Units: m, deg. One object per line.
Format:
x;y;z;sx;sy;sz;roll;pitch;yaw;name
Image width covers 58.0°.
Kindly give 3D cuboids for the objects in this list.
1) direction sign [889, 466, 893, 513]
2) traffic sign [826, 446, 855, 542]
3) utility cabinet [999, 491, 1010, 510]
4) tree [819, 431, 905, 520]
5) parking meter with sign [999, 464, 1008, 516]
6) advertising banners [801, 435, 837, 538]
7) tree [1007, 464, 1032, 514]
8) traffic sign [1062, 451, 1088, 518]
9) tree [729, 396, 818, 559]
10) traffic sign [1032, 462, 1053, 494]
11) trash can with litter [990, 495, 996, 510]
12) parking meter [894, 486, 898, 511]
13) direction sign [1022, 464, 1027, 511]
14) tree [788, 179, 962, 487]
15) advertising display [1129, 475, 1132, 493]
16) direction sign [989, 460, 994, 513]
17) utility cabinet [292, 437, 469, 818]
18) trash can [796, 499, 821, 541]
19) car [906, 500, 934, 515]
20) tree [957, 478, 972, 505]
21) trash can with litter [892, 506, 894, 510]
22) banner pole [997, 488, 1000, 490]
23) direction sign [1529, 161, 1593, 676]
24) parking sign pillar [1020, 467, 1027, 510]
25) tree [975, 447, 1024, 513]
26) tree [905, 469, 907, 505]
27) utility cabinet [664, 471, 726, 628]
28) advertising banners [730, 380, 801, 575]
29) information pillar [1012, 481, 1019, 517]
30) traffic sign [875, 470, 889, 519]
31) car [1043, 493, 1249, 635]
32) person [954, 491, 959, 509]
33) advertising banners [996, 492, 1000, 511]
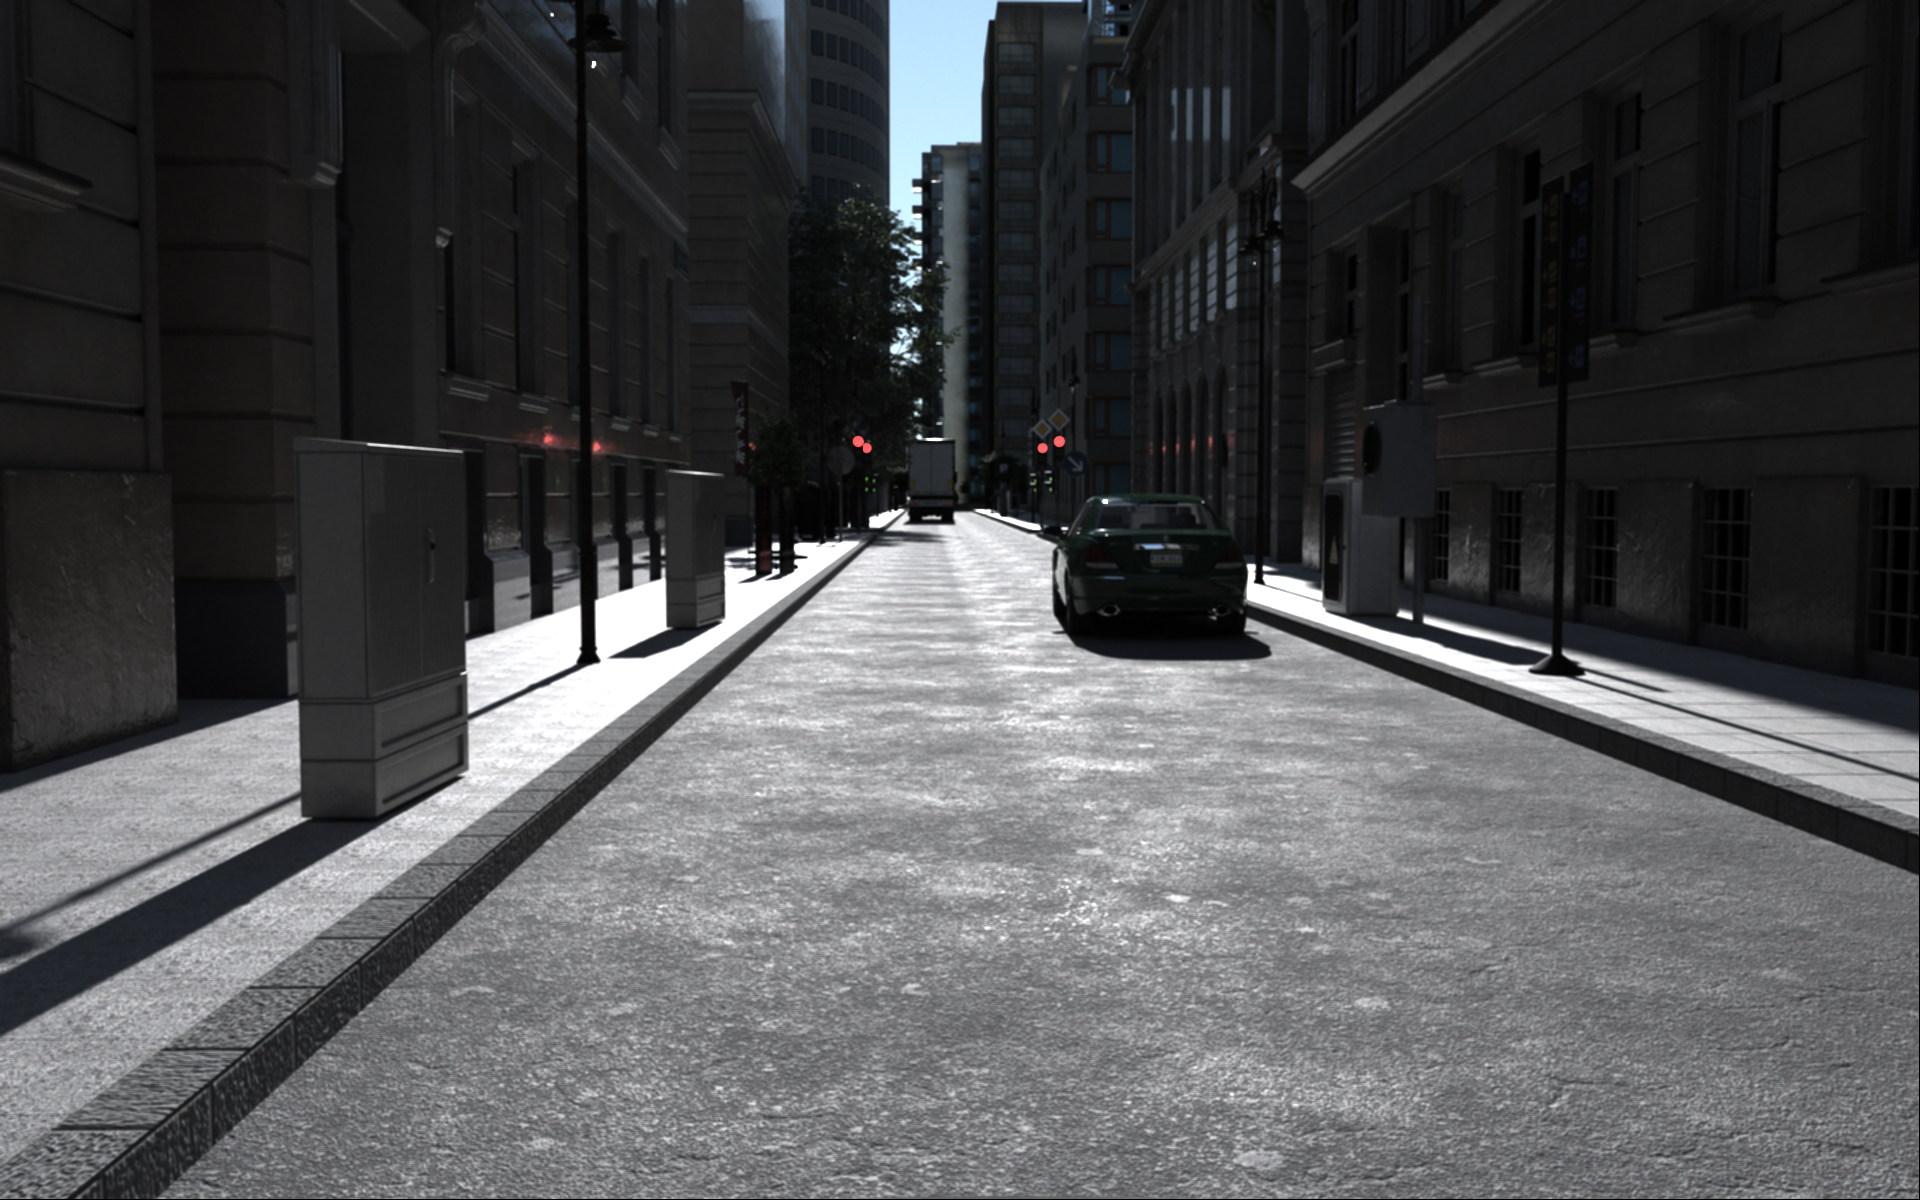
-4.640;-7.611;116.444;0.379;3.537;0.876;0;4;-3;direction sign
-3.174;-2.809;46.038;0.768;2.556;0.104;0;3;0;traffic sign
3.495;-7.995;139.393;0.318;1.500;1.173;3;5;42;utility cabinet
-5.325;-6.170;84.596;4.285;4.588;4.351;0;3;0;tree
2.513;-6.332;99.787;0.543;3.016;1.738;0;4;2;parking meter with sign
-4.204;-3.345;50.882;0.090;3.025;2.074;-3;4;-36;advertising banners
3.745;-7.185;112.073;1.663;3.219;1.824;0;3;0;tree
3.411;-3.127;51.236;0.768;2.556;0.104;0;4;5;traffic sign
-3.518;-2.440;34.499;1.663;3.219;1.824;0;3;0;tree
3.135;-4.014;65.727;0.768;2.556;0.104;0;4;7;traffic sign
2.878;-7.734;137.844;0.624;1.170;1.055;3;5;39;trash can with litter
-4.779;-7.561;129.328;0.255;1.863;0.399;1;4;16;parking meter
5.087;-8.490;130.806;0.876;3.537;0.379;0;4;4;direction sign
-5.029;-10.052;70.999;9.857;13.997;8.962;0;3;0;tree
6.074;-3.182;57.236;0.974;1.923;0.123;1;4;14;advertising display
2.133;-7.624;116.642;0.379;3.537;0.876;1;4;22;direction sign
-2.396;0.085;7.289;0.318;1.500;1.173;0;4;2;utility cabinet
-4.119;-2.194;47.527;0.748;1.137;0.748;0;3;0;trash can
-2.663;-6.462;117.657;2.014;1.417;4.499;0;4;-3;car
0.602;-12.990;206.982;1.663;3.219;1.824;0;3;0;tree
-5.671;-7.806;139.008;1.055;1.170;0.624;-1;4;-13;trash can with litter
3.204;-8.859;134.865;0.863;3.779;0.401;2;4;30;banner pole
4.279;-1.243;12.316;0.379;3.537;0.876;0;4;-2;direction sign
5.453;-9.081;136.945;1.447;3.967;1.447;2;4;29;parking sign pillar
2.750;-8.319;119.724;4.285;4.588;4.351;0;3;0;tree
-5.524;-7.252;102.282;4.285;4.588;4.351;0;3;0;tree
-2.557;-0.500;16.859;0.318;1.500;1.173;0;4;6;utility cabinet
-3.112;-1.919;27.564;0.090;3.025;2.074;2;4;23;advertising banners
3.123;-5.706;97.777;0.304;2.012;0.304;2;4;28;information pillar
-4.067;-5.478;89.678;0.768;2.556;0.104;0;4;7;traffic sign
2.006;-0.445;19.080;2.131;1.459;4.920;0;4;0;car
-0.347;-9.512;164.547;0.617;1.759;0.750;-1;4;-16;person
2.956;-8.234;130.820;0.090;3.025;2.074;1;4;14;advertising banners
